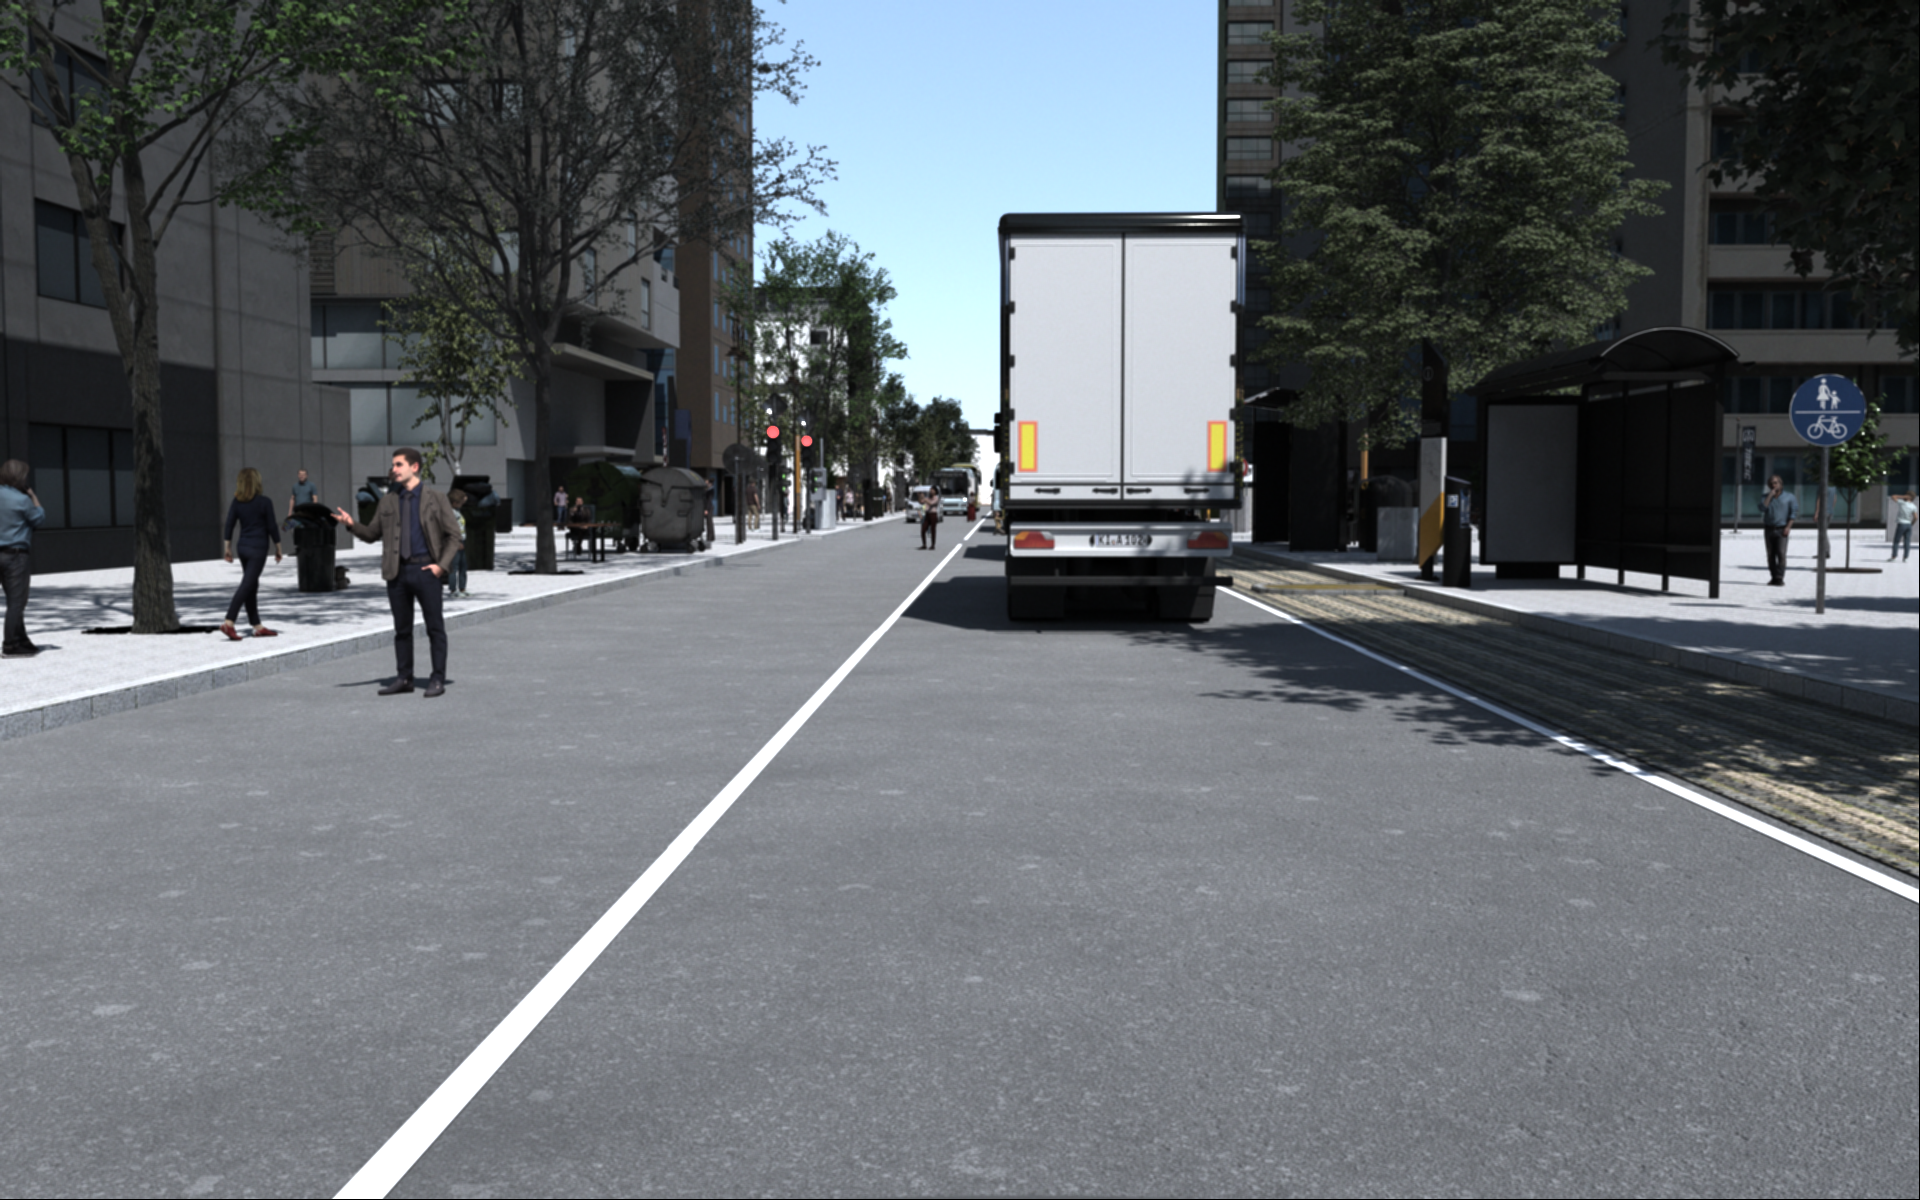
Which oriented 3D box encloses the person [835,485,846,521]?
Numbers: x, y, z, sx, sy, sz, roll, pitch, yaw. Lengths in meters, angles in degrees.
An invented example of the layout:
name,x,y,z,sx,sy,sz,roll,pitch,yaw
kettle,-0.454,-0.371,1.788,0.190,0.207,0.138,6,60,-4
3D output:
name,x,y,z,sx,sy,sz,roll,pitch,yaw
person,-5.786,-4.668,82.808,0.683,1.767,0.568,0,4,1

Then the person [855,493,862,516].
name,x,y,z,sx,sy,sz,roll,pitch,yaw
person,-5.540,-5.190,94.802,0.435,1.345,0.340,-1,4,-12

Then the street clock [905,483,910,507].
name,x,y,z,sx,sy,sz,roll,pitch,yaw
street clock,-3.516,-6.784,115.483,0.358,2.002,0.471,-1,4,-10

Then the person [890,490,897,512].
name,x,y,z,sx,sy,sz,roll,pitch,yaw
person,-4.711,-7.039,123.348,0.590,1.554,0.614,3,4,37

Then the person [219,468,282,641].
name,x,y,z,sx,sy,sz,roll,pitch,yaw
person,-6.307,-0.413,15.344,0.480,1.512,0.613,0,4,1

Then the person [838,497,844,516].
name,x,y,z,sx,sy,sz,roll,pitch,yaw
person,-6.856,-5.425,98.652,0.435,1.345,0.340,-1,4,-18

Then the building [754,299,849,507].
name,x,y,z,sx,sy,sz,roll,pitch,yaw
building,-18.621,-18.912,165.637,16.016,20.091,11.380,0,4,2

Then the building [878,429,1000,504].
name,x,y,z,sx,sy,sz,roll,pitch,yaw
building,3.566,-17.475,227.867,28.070,9.664,9.099,0,4,2

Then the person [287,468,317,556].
name,x,y,z,sx,sy,sz,roll,pitch,yaw
person,-13.553,-1.803,35.652,0.598,1.807,0.434,1,4,20

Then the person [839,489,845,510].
name,x,y,z,sx,sy,sz,roll,pitch,yaw
person,-9.019,-7.552,130.984,0.593,1.643,0.415,0,4,-2

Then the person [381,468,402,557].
name,x,y,z,sx,sy,sz,roll,pitch,yaw
person,-11.460,-1.765,35.029,0.434,1.807,0.598,-2,4,-34

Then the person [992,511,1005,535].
name,x,y,z,sx,sy,sz,roll,pitch,yaw
person,1.457,-2.675,60.164,0.695,0.859,0.347,1,4,14

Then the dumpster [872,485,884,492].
name,x,y,z,sx,sy,sz,roll,pitch,yaw
dumpster,-5.790,-6.762,116.316,1.264,1.857,1.865,0,4,1

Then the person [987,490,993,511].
name,x,y,z,sx,sy,sz,roll,pitch,yaw
person,2.823,-8.513,147.707,1.348,1.822,0.705,3,5,41

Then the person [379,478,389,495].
name,x,y,z,sx,sy,sz,roll,pitch,yaw
person,-16.284,-2.590,49.117,0.841,1.734,0.376,-1,4,-10

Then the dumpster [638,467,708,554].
name,x,y,z,sx,sy,sz,roll,pitch,yaw
dumpster,-6.257,-1.954,37.700,1.264,1.857,1.865,0,4,1

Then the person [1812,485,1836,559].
name,x,y,z,sx,sy,sz,roll,pitch,yaw
person,17.193,-1.734,34.523,0.598,1.807,0.434,-2,4,-28

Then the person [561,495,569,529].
name,x,y,z,sx,sy,sz,roll,pitch,yaw
person,-14.431,-3.251,63.098,0.435,1.345,0.340,0,4,7

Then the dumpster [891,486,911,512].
name,x,y,z,sx,sy,sz,roll,pitch,yaw
dumpster,-4.070,-6.937,119.171,1.264,1.857,1.865,0,4,2

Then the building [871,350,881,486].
name,x,y,z,sx,sy,sz,roll,pitch,yaw
building,-16.725,-22.903,230.877,11.380,20.091,16.016,0,4,2

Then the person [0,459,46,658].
name,x,y,z,sx,sy,sz,roll,pitch,yaw
person,-7.430,-0.326,13.588,0.429,1.552,0.499,-3,5,-40

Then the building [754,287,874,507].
name,x,y,z,sx,sy,sz,roll,pitch,yaw
building,-26.290,-20.862,185.063,32.646,21.610,27.936,0,4,2

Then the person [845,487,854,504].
name,x,y,z,sx,sy,sz,roll,pitch,yaw
person,-7.223,-6.506,113.088,0.551,1.740,0.621,-1,4,-12

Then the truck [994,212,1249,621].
name,x,y,z,sx,sy,sz,roll,pitch,yaw
truck,1.802,-2.077,22.866,2.839,4.237,11.283,0,4,2

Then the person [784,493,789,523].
name,x,y,z,sx,sy,sz,roll,pitch,yaw
person,-7.676,-4.019,75.662,0.340,1.345,0.435,1,4,11

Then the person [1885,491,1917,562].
name,x,y,z,sx,sy,sz,roll,pitch,yaw
person,17.773,-1.390,32.686,0.435,1.345,0.340,0,4,-2

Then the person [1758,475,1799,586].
name,x,y,z,sx,sy,sz,roll,pitch,yaw
person,11.479,-0.982,24.304,0.429,1.552,0.499,-2,4,-27

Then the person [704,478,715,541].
name,x,y,z,sx,sy,sz,roll,pitch,yaw
person,-6.872,-2.446,46.838,0.445,1.727,0.742,-3,5,-43

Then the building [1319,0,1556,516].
name,x,y,z,sx,sy,sz,roll,pitch,yaw
building,27.877,-27.141,93.872,14.600,45.320,14.200,0,4,2

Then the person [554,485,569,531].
name,x,y,z,sx,sy,sz,roll,pitch,yaw
person,-13.886,-3.202,60.352,0.435,1.587,0.963,2,4,28

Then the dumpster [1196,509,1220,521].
name,x,y,z,sx,sy,sz,roll,pitch,yaw
dumpster,9.792,-3.955,67.159,1.502,2.255,1.985,0,4,2

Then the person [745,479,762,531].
name,x,y,z,sx,sy,sz,roll,pitch,yaw
person,-7.091,-3.262,59.510,0.434,1.807,0.598,-3,4,-39

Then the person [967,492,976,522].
name,x,y,z,sx,sy,sz,roll,pitch,yaw
person,0.573,-4.777,89.065,0.523,1.526,0.387,2,4,25

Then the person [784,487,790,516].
name,x,y,z,sx,sy,sz,roll,pitch,yaw
person,-10.106,-5.749,100.706,0.621,1.740,0.551,3,5,40

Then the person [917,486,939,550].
name,x,y,z,sx,sy,sz,roll,pitch,yaw
person,-0.821,-2.118,44.590,0.566,1.644,0.517,0,4,-4

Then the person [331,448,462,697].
name,x,y,z,sx,sy,sz,roll,pitch,yaw
person,-3.959,-0.194,12.204,0.617,1.759,0.750,1,4,22

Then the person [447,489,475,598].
name,x,y,z,sx,sy,sz,roll,pitch,yaw
person,-6.213,-0.708,21.526,0.340,1.345,0.435,-1,4,-16

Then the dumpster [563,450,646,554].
name,x,y,z,sx,sy,sz,roll,pitch,yaw
dumpster,-7.725,-2.158,37.783,1.502,2.255,1.985,0,4,2

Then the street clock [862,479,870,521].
name,x,y,z,sx,sy,sz,roll,pitch,yaw
street clock,-4.448,-4.738,82.029,0.358,2.002,0.471,1,4,17

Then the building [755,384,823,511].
name,x,y,z,sx,sy,sz,roll,pitch,yaw
building,-15.775,-12.464,145.939,9.099,9.664,28.070,0,4,2

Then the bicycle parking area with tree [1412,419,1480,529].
name,x,y,z,sx,sy,sz,roll,pitch,yaw
bicycle parking area with tree,18.638,-4.694,63.751,9.016,4.147,8.231,-1,4,-20

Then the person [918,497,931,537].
name,x,y,z,sx,sy,sz,roll,pitch,yaw
person,-1.148,-2.770,57.698,0.435,1.345,0.340,-2,4,-27

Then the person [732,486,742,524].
name,x,y,z,sx,sy,sz,roll,pitch,yaw
person,-9.669,-4.145,75.282,0.593,1.643,0.415,1,4,17
